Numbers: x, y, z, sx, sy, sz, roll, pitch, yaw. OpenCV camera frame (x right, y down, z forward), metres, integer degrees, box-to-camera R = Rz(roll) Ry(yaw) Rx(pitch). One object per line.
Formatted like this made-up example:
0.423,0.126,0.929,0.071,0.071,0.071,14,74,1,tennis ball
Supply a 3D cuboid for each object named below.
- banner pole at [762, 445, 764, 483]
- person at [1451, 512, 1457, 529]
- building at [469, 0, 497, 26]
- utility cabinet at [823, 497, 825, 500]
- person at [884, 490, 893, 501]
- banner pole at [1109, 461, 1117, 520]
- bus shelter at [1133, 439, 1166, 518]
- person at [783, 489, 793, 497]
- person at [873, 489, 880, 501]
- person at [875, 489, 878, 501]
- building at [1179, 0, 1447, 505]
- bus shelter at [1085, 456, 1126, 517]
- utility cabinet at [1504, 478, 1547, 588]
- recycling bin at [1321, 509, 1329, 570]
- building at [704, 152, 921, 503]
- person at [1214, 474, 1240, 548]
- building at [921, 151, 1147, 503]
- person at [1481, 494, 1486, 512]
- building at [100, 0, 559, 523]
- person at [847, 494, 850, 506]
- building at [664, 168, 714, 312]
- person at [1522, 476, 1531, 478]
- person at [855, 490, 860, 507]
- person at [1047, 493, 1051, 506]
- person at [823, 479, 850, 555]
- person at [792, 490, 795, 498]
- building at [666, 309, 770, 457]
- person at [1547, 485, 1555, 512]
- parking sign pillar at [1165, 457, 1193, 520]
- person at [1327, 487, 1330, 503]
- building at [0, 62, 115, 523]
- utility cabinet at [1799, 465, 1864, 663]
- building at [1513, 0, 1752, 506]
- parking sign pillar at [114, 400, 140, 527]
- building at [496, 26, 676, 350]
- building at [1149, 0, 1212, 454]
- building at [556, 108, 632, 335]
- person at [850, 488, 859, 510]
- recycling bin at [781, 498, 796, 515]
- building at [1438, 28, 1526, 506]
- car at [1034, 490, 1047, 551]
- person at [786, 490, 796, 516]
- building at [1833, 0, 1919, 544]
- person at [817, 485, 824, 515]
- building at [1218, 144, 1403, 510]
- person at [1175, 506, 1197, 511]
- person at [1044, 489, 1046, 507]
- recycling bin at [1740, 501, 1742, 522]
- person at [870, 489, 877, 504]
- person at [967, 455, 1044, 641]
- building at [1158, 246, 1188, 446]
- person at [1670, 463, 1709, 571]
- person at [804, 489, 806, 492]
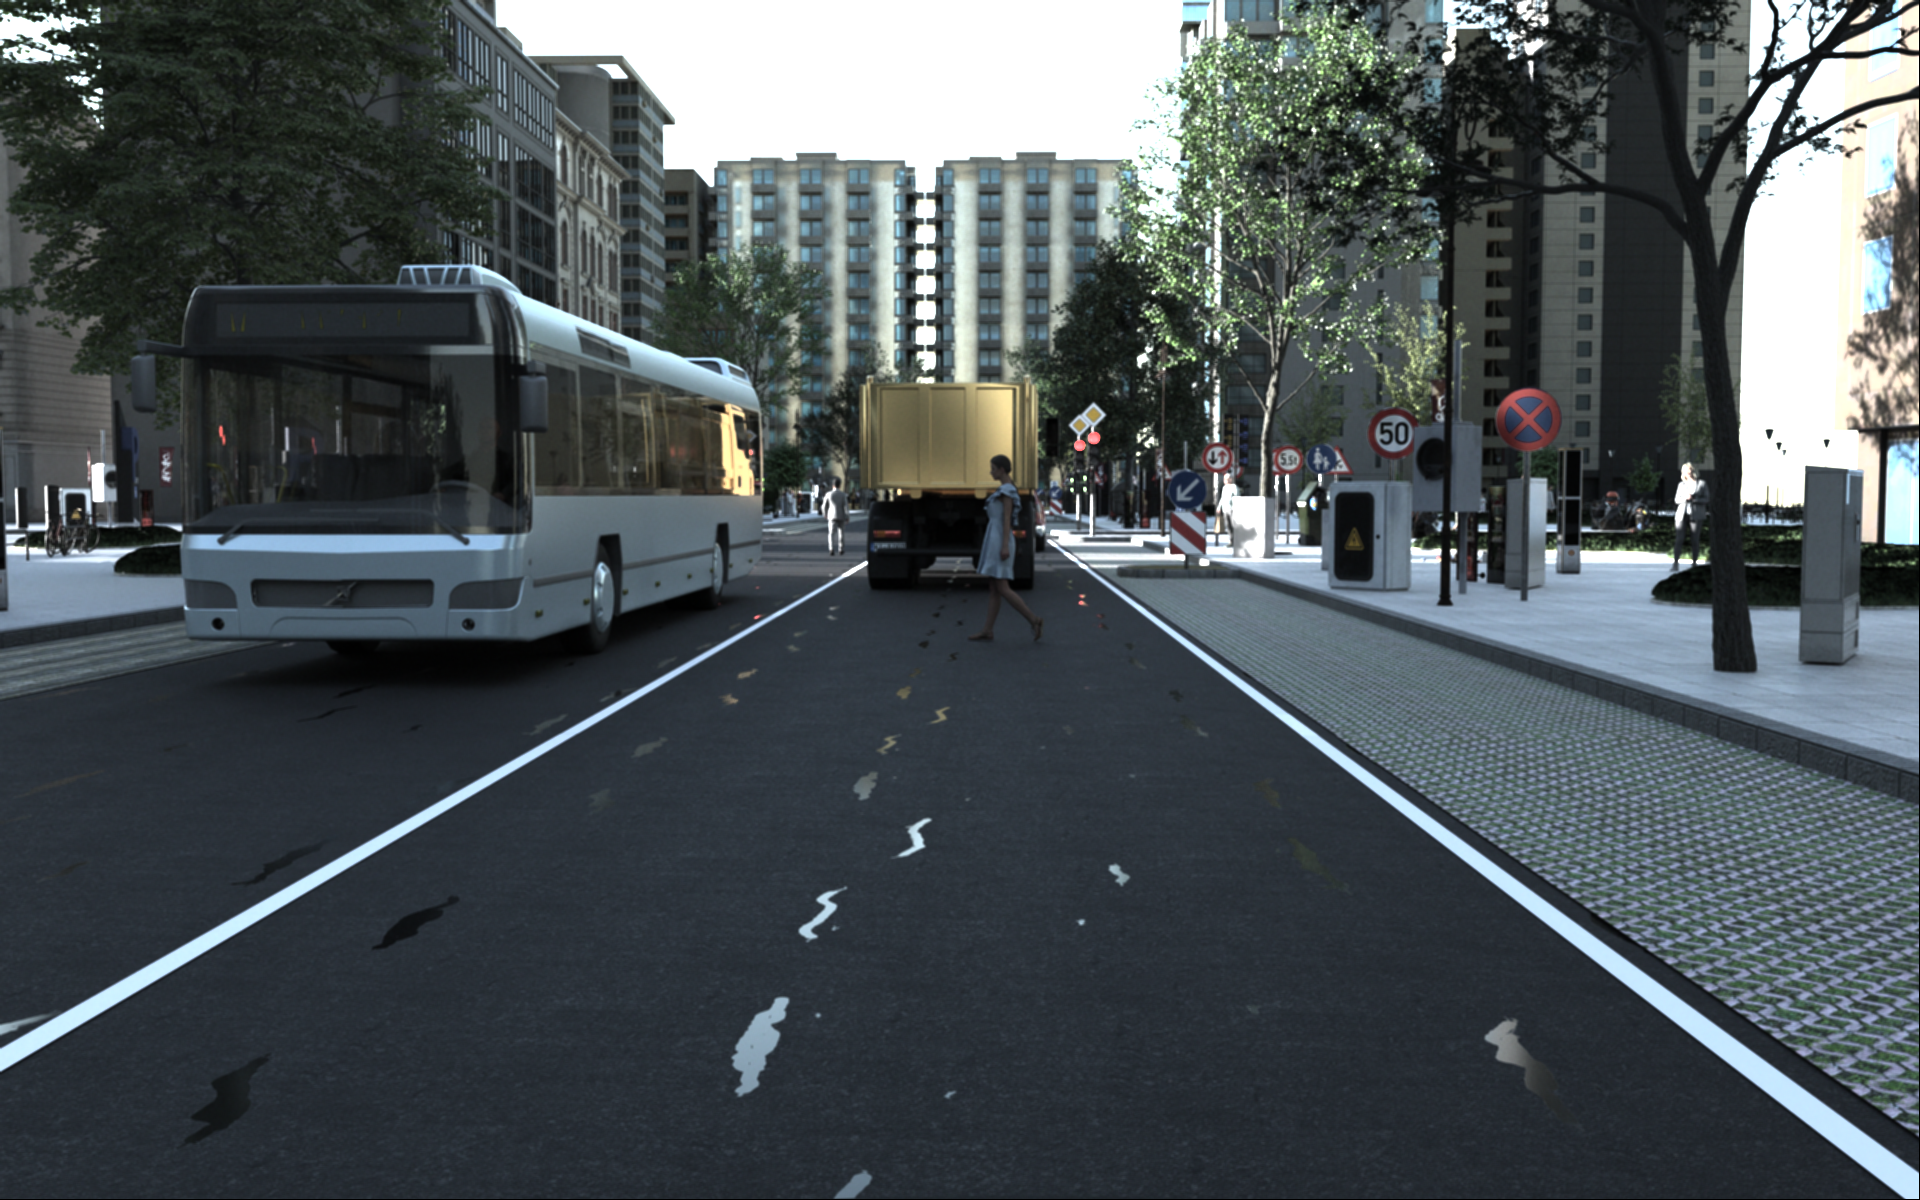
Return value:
-8.968,-5.311,76.845,0.401,3.779,0.863,2,4,34,banner pole
15.194,-2.838,52.671,0.641,1.798,0.478,-1,4,-14,person
-64.952,-39.484,187.566,28.212,58.520,21.231,0,4,1,building
-10.065,-7.494,131.198,0.318,1.500,1.173,2,4,33,utility cabinet
-7.601,-10.849,184.249,1.217,1.723,0.721,1,4,21,person
7.463,-5.801,84.862,0.401,3.779,0.863,3,5,39,banner pole
10.640,-7.152,94.563,2.179,5.291,8.768,0,4,1,bus shelter
-17.783,-10.531,178.192,1.348,1.831,0.705,-2,4,-30,person
-8.769,-10.384,175.917,1.348,1.812,0.705,1,4,9,person
-8.949,-10.917,184.553,0.705,1.823,1.348,-1,4,-16,person
33.157,-33.521,167.675,23.786,49.044,30.456,0,4,1,building
8.260,-7.500,100.250,2.179,5.291,8.768,0,4,1,bus shelter
7.735,-0.918,23.694,0.318,1.500,1.173,2,4,30,utility cabinet
6.548,-1.009,29.051,0.722,1.027,0.722,-1,4,-19,recycling bin
-20.070,-38.249,244.984,30.456,49.044,23.786,0,4,1,building
6.478,-2.147,41.625,0.515,1.767,0.782,-2,4,-33,person
10.536,-38.223,244.555,30.456,49.044,23.786,0,4,1,building
27.037,-4.845,89.529,0.425,1.301,0.394,-2,4,-27,person
-29.730,-17.926,86.595,14.314,27.812,24.014,0,4,1,building
-10.222,-8.997,156.338,0.799,1.438,0.628,2,4,32,person
-46.101,-37.997,244.951,21.600,48.544,21.300,0,4,1,building
14.245,-2.299,43.647,0.555,1.821,0.388,1,4,19,person
-10.465,-10.439,177.657,0.756,1.711,0.436,-1,4,-20,person
9.545,-11.044,187.420,0.742,1.727,0.445,0,4,6,person
-2.908,-1.951,40.674,0.678,1.792,0.850,0,4,4,person
-19.107,-11.717,198.534,0.530,1.710,0.541,0,4,-7,person
-36.453,-20.780,184.784,28.899,21.520,27.650,0,4,1,building
28.280,-4.666,83.080,0.466,1.731,0.760,2,4,35,person
10.987,-6.010,86.743,1.447,3.967,1.447,0,4,-6,parking sign pillar
24.569,-6.652,115.296,0.515,1.767,0.782,1,4,8,person
-49.939,-14.114,79.912,18.267,20.994,9.793,0,4,1,building
6.775,-0.290,13.428,0.318,1.500,1.173,2,4,32,utility cabinet
69.547,-45.688,185.254,20.611,71.187,20.563,0,4,1,building
-24.268,-3.793,50.487,1.447,3.967,1.447,-1,4,-16,parking sign pillar
-38.540,-27.913,148.266,32.217,40.220,23.993,0,4,1,building
41.834,-56.835,241.918,31.000,86.520,22.319,0,4,1,building
-30.026,-19.751,110.319,14.401,28.519,23.554,0,4,1,building
-8.800,-8.398,143.452,0.705,1.812,1.348,2,4,25,person
-10.674,-5.825,107.788,0.722,1.027,0.722,2,4,24,recycling bin
48.436,-34.376,185.744,21.600,48.544,21.300,0,4,1,building
1.156,-2.240,45.299,2.281,1.827,5.304,0,4,1,car
-9.908,-5.657,101.135,0.523,1.515,0.503,2,4,26,person
26.420,-23.267,30.532,14.600,45.320,14.200,0,4,1,building
-8.367,-6.006,104.415,0.473,1.802,0.592,1,4,18,person
28.689,-22.897,146.067,14.160,30.474,14.107,0,4,1,building
5.959,-2.407,45.573,0.721,1.800,0.419,0,4,3,person
8.167,-9.851,167.561,0.683,1.767,0.568,1,4,23,person
27.575,-3.028,62.059,0.722,1.027,0.722,2,4,34,recycling bin
-8.463,-9.773,165.816,1.348,1.826,0.705,3,5,40,person
0.458,-0.506,16.874,0.778,1.811,0.616,1,4,18,person
28.668,-25.628,190.717,14.160,30.474,14.107,0,4,1,building
12.137,-1.378,28.761,0.537,1.800,0.526,3,5,44,person
-17.322,-11.558,194.887,0.709,1.838,0.599,3,5,44,person
